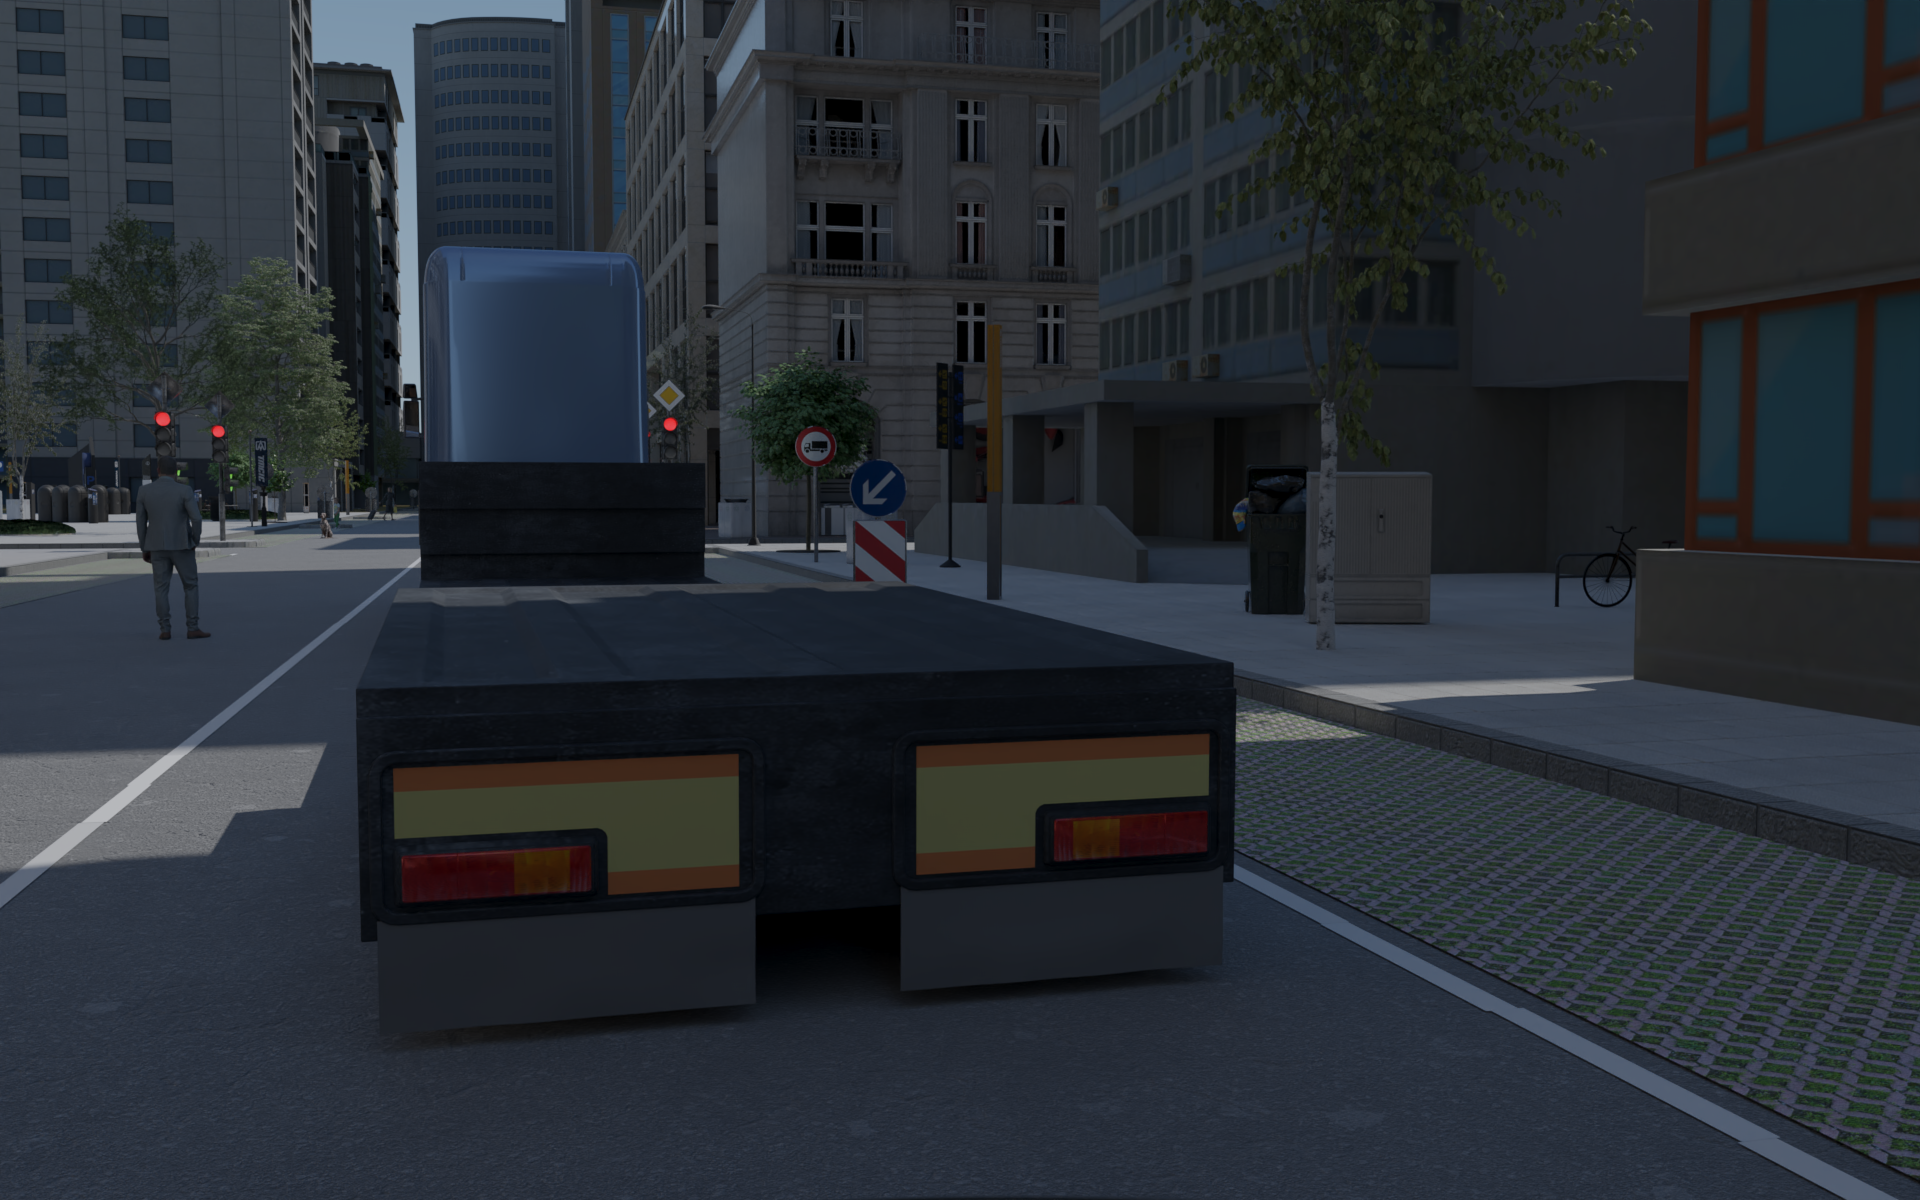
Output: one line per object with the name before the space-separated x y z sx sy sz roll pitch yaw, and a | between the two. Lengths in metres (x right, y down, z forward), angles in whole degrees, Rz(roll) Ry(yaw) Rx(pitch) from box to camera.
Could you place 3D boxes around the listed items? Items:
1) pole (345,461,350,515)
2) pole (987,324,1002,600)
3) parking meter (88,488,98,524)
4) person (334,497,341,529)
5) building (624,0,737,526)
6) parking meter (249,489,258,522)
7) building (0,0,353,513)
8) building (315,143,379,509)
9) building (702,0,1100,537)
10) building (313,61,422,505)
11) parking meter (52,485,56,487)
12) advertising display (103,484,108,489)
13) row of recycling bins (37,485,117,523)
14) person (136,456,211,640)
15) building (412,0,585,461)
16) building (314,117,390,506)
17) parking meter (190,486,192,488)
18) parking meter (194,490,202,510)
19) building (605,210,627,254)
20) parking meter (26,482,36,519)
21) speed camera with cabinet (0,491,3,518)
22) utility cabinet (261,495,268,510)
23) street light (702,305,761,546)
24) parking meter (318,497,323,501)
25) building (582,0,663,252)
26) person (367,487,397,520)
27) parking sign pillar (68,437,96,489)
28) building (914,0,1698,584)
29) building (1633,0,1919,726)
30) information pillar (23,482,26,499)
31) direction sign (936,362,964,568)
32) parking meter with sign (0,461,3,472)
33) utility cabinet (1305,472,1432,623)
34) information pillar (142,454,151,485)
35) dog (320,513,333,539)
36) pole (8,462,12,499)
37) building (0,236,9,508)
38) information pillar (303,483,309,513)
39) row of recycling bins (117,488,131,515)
pole | -37.275 -6.821 105.366 0.158 3.312 0.155 0 3 0
pole | 0.419 -1.659 20.968 0.158 3.312 0.155 0 3 0
parking meter | -37.622 -4.082 75.153 0.372 1.533 0.369 0 3 0
person | -25.335 -3.530 70.456 0.306 1.304 0.590 0 4 7
building | -5.982 -17.348 88.158 19.350 26.468 34.151 -1 4 -15
parking meter | -32.649 -4.381 80.038 0.372 1.533 0.369 0 3 0
building | -55.723 -42.007 125.061 20.563 71.187 20.611 -1 4 -15
building | -56.623 -22.796 144.417 14.160 30.474 14.107 -1 4 -15
building | 3.888 -13.349 60.063 24.055 21.916 13.314 -1 4 -15
building | -80.037 -38.016 210.792 27.495 52.752 28.713 -1 4 -15
parking meter | -57.516 -6.378 109.997 0.255 1.863 0.399 -2 4 -31
advertising display | -56.941 -6.741 115.436 0.123 1.923 0.974 -2 4 -35
row of recycling bins | -39.926 -4.330 77.910 3.534 1.692 1.069 1 4 14
person | -7.781 -0.520 17.095 0.635 1.810 0.391 -1 4 -16
building | -51.994 -41.071 213.515 28.212 58.520 21.231 -1 4 -15
building | -70.062 -29.399 172.562 23.993 40.220 32.217 -1 4 -15
parking meter | -50.138 -6.540 112.642 0.399 1.863 0.255 -2 4 -27
parking meter | -44.392 -5.657 100.907 0.372 1.533 0.369 0 3 0
building | -17.078 -17.035 114.675 11.583 22.565 21.152 -1 4 -15
parking meter | -45.755 -4.867 85.290 0.255 1.863 0.399 0 4 -2
speed camera with cabinet | -48.484 -5.639 86.526 0.660 3.252 2.038 -3 5 -44
utility cabinet | -41.512 -5.637 103.322 0.306 1.237 1.020 -1 4 -16
street light | -5.651 -4.297 42.804 1.470 5.913 1.316 -1 4 -15
parking meter | -42.695 -6.555 115.591 0.372 1.533 0.369 0 3 0
building | -23.657 -30.169 143.374 14.600 45.320 14.200 -1 4 -15
person | -31.446 -5.237 94.342 1.509 1.804 0.699 0 4 0
parking sign pillar | -40.762 -5.666 81.112 1.447 3.967 1.447 -2 4 -30
building | 16.337 -20.955 34.492 32.217 40.220 23.993 -1 4 -15
building | 21.723 -9.534 0.920 27.650 21.520 28.899 -1 4 -15
information pillar | -59.026 -6.413 109.349 0.304 2.012 0.304 -1 4 -11
direction sign | -0.171 -2.338 30.228 0.379 3.537 0.876 2 4 31
parking meter with sign | -51.594 -5.884 92.457 0.543 3.016 1.738 -3 5 -44
utility cabinet | 4.030 -0.515 17.106 1.173 1.500 0.318 0 4 3
information pillar | -47.330 -6.698 100.868 0.504 3.616 0.183 0 3 0
dog | -20.392 -2.397 56.026 0.513 0.831 0.800 3 5 42
pole | -60.706 -7.150 110.746 0.158 3.312 0.155 0 3 0
building | -96.820 -31.536 170.233 28.867 44.769 22.147 -1 4 -15
information pillar | -43.415 -6.756 114.954 0.304 2.012 0.304 -3 4 -36
row of recycling bins | -52.972 -6.138 107.469 1.069 1.692 3.534 1 4 19
